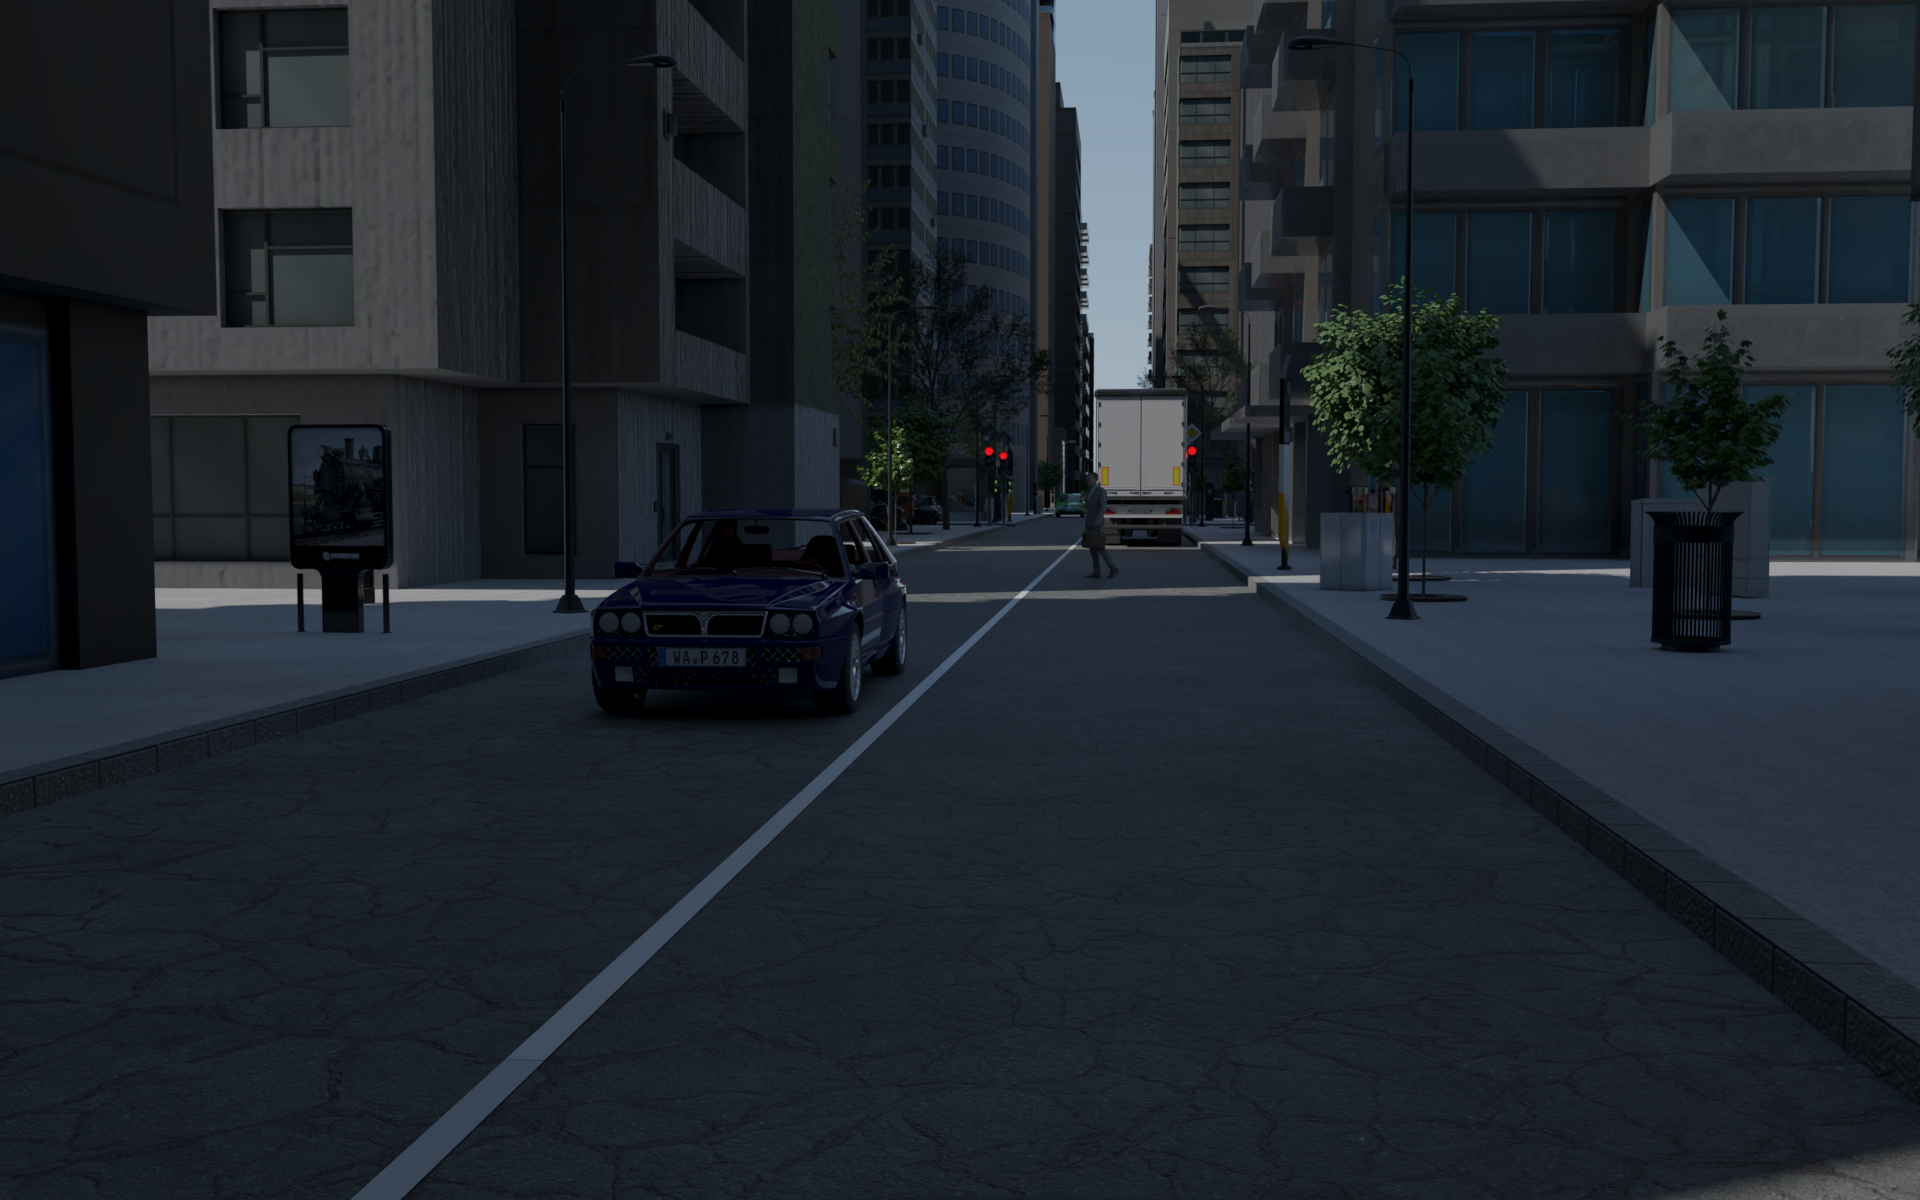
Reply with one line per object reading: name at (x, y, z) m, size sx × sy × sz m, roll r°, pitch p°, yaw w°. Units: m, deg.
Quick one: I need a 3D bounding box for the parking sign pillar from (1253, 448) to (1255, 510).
parking sign pillar at (17.680, -6.861, 100.652) m, size 1.447 × 3.967 × 1.447 m, roll 1°, pitch 4°, yaw 15°

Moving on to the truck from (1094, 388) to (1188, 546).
truck at (5.366, -3.835, 51.616) m, size 2.839 × 4.237 × 11.283 m, roll 0°, pitch 4°, yaw 6°

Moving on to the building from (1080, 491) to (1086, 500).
building at (1.982, -34.098, 249.380) m, size 32.217 × 40.220 × 23.993 m, roll 0°, pitch 4°, yaw 6°

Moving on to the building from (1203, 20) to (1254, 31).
building at (31.176, -27.242, 137.291) m, size 32.217 × 40.220 × 23.993 m, roll 0°, pitch 4°, yaw 6°

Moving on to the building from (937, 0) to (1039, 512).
building at (-5.496, -35.708, 125.827) m, size 21.231 × 58.520 × 28.212 m, roll 0°, pitch 4°, yaw 6°

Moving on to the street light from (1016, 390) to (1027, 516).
street light at (2.091, -6.385, 76.928) m, size 1.470 × 5.913 × 1.316 m, roll 0°, pitch 4°, yaw 6°

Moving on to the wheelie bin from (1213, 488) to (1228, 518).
wheelie bin at (13.800, -5.153, 92.157) m, size 0.980 × 1.594 × 0.693 m, roll 2°, pitch 4°, yaw 32°

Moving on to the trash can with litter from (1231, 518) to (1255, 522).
trash can with litter at (13.732, -4.279, 81.024) m, size 2.233 × 1.210 × 1.678 m, roll 2°, pitch 4°, yaw 26°

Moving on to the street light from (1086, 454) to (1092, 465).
street light at (14.374, -14.059, 202.406) m, size 1.470 × 5.913 × 1.316 m, roll 0°, pitch 4°, yaw 6°

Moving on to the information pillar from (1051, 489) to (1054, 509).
information pillar at (8.132, -9.032, 152.170) m, size 0.304 × 2.012 × 0.304 m, roll 0°, pitch 4°, yaw -5°

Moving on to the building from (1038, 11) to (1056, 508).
building at (1.577, -31.185, 159.986) m, size 14.600 × 45.320 × 14.200 m, roll 0°, pitch 4°, yaw 6°

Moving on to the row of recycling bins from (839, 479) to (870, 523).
row of recycling bins at (-3.066, -2.544, 48.706) m, size 1.069 × 1.692 × 3.534 m, roll 0°, pitch 3°, yaw 0°

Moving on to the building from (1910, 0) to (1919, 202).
building at (40.879, -22.735, 55.310) m, size 14.086 × 41.232 × 14.154 m, roll 0°, pitch 4°, yaw 6°

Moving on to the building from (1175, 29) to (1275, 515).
building at (20.900, -20.780, 111.462) m, size 14.160 × 30.474 × 14.107 m, roll 0°, pitch 4°, yaw 6°

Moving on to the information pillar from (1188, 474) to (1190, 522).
information pillar at (10.772, -5.461, 80.640) m, size 0.183 × 3.616 × 0.504 m, roll -1°, pitch 4°, yaw -16°

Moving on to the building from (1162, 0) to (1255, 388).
building at (29.932, -32.950, 162.441) m, size 21.300 × 48.544 × 21.600 m, roll 0°, pitch 4°, yaw 6°

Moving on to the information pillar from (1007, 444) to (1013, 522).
information pillar at (2.317, -5.409, 79.787) m, size 0.183 × 3.616 × 0.504 m, roll -1°, pitch 4°, yaw -18°

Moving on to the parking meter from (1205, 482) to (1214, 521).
parking meter at (11.942, -4.717, 82.834) m, size 0.399 × 1.863 × 0.255 m, roll 0°, pitch 4°, yaw -5°

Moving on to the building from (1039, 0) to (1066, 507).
building at (0.290, -53.141, 181.519) m, size 22.319 × 86.520 × 31.000 m, roll 0°, pitch 4°, yaw 6°

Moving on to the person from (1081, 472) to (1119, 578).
person at (2.307, -1.284, 29.612) m, size 0.853 × 1.813 × 0.709 m, roll -2°, pitch 4°, yaw -33°

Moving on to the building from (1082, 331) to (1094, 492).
building at (15.969, -32.246, 298.923) m, size 14.160 × 30.474 × 14.107 m, roll 0°, pitch 4°, yaw 6°

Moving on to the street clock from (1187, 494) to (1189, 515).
street clock at (13.831, -6.122, 104.662) m, size 0.471 × 2.002 × 0.358 m, roll 2°, pitch 4°, yaw 34°

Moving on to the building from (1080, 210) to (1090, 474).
building at (9.274, -40.159, 276.203) m, size 23.786 × 49.044 × 30.456 m, roll 0°, pitch 4°, yaw 6°

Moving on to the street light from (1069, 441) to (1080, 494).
street light at (9.616, -11.044, 153.115) m, size 1.470 × 5.913 × 1.316 m, roll 0°, pitch 4°, yaw 6°

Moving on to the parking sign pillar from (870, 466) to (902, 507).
parking sign pillar at (-2.869, -4.880, 68.264) m, size 1.447 × 3.967 × 1.447 m, roll 0°, pitch 4°, yaw 8°

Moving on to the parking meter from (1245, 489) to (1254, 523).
parking meter at (12.752, -4.154, 76.324) m, size 0.372 × 1.533 × 0.369 m, roll 0°, pitch 3°, yaw 0°

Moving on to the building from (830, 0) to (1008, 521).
building at (-14.060, -24.303, 89.242) m, size 32.217 × 40.220 × 23.993 m, roll 0°, pitch 4°, yaw 6°

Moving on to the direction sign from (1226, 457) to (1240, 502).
direction sign at (16.527, -6.909, 104.958) m, size 0.876 × 3.537 × 0.379 m, roll -1°, pitch 4°, yaw -13°

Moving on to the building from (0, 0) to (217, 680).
building at (-13.481, -21.780, 6.210) m, size 14.600 × 45.320 × 14.200 m, roll 0°, pitch 4°, yaw 6°

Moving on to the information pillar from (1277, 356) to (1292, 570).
information pillar at (5.468, -2.313, 29.180) m, size 0.183 × 3.616 × 0.504 m, roll 1°, pitch 4°, yaw 23°

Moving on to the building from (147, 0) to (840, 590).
building at (-10.125, -15.710, 28.553) m, size 14.160 × 30.474 × 14.107 m, roll 0°, pitch 4°, yaw 6°

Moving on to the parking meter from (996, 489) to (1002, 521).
parking meter at (1.798, -4.504, 82.053) m, size 0.372 × 1.533 × 0.369 m, roll 0°, pitch 3°, yaw 0°

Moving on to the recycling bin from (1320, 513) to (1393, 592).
recycling bin at (5.313, -0.652, 23.219) m, size 0.722 × 1.027 × 0.722 m, roll 3°, pitch 5°, yaw 45°

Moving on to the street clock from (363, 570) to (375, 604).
street clock at (-6.948, -0.956, 20.208) m, size 0.471 × 2.002 × 0.358 m, roll -1°, pitch 4°, yaw -13°

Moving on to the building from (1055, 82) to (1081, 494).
building at (3.563, -35.782, 208.735) m, size 21.300 × 48.544 × 21.600 m, roll 0°, pitch 4°, yaw 6°

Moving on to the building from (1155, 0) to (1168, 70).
building at (31.511, -39.452, 187.042) m, size 21.231 × 58.520 × 28.212 m, roll 0°, pitch 4°, yaw 6°

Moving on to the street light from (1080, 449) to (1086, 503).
street light at (11.917, -12.543, 177.625) m, size 1.470 × 5.913 × 1.316 m, roll 0°, pitch 4°, yaw 6°

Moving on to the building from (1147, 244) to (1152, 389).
building at (42.874, -39.086, 293.683) m, size 22.147 × 44.769 × 28.867 m, roll 0°, pitch 4°, yaw 6°

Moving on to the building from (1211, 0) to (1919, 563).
building at (19.082, -26.014, 44.930) m, size 23.786 × 49.044 × 30.456 m, roll 0°, pitch 4°, yaw 6°

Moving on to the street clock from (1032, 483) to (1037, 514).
street clock at (4.729, -6.405, 109.288) m, size 0.358 × 2.002 × 0.471 m, roll 0°, pitch 4°, yaw 4°
